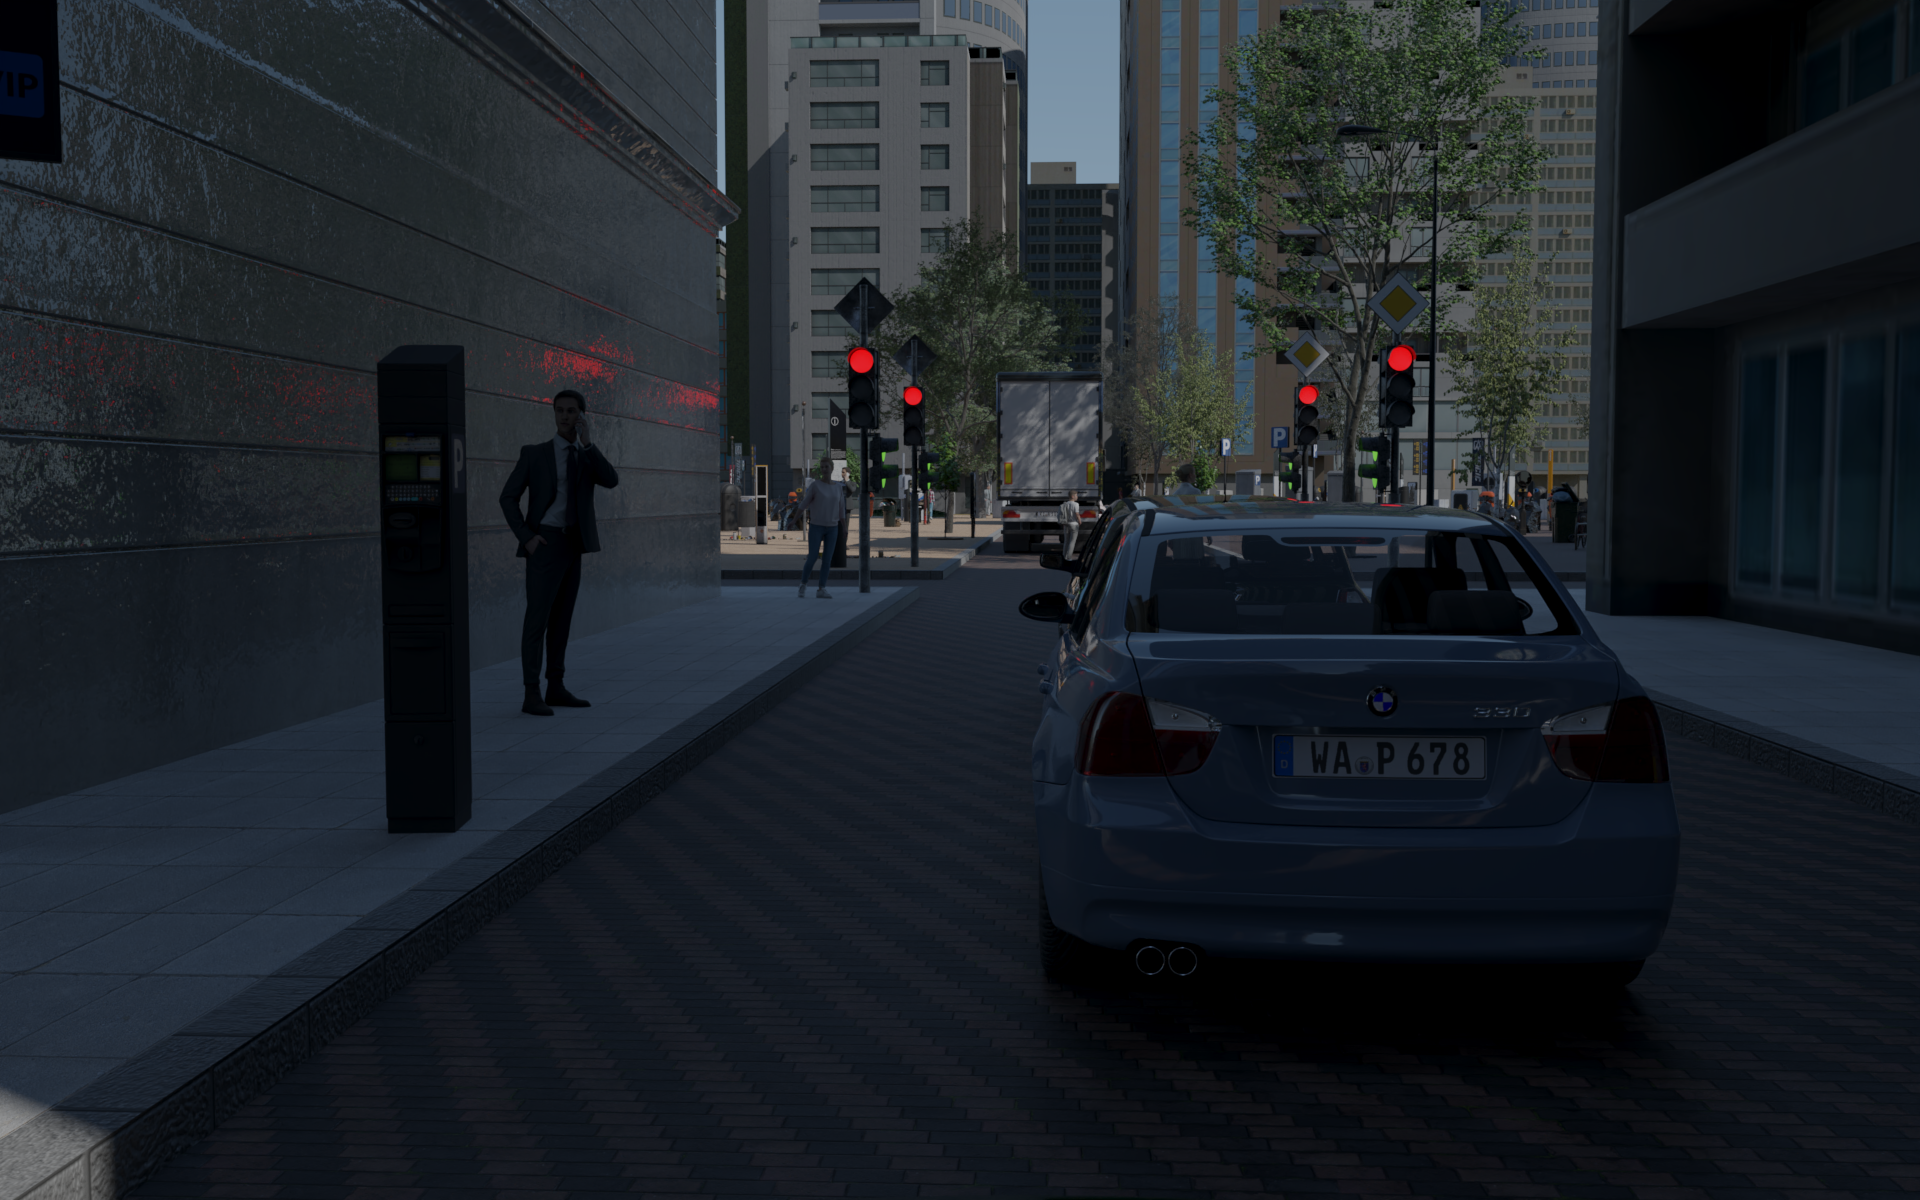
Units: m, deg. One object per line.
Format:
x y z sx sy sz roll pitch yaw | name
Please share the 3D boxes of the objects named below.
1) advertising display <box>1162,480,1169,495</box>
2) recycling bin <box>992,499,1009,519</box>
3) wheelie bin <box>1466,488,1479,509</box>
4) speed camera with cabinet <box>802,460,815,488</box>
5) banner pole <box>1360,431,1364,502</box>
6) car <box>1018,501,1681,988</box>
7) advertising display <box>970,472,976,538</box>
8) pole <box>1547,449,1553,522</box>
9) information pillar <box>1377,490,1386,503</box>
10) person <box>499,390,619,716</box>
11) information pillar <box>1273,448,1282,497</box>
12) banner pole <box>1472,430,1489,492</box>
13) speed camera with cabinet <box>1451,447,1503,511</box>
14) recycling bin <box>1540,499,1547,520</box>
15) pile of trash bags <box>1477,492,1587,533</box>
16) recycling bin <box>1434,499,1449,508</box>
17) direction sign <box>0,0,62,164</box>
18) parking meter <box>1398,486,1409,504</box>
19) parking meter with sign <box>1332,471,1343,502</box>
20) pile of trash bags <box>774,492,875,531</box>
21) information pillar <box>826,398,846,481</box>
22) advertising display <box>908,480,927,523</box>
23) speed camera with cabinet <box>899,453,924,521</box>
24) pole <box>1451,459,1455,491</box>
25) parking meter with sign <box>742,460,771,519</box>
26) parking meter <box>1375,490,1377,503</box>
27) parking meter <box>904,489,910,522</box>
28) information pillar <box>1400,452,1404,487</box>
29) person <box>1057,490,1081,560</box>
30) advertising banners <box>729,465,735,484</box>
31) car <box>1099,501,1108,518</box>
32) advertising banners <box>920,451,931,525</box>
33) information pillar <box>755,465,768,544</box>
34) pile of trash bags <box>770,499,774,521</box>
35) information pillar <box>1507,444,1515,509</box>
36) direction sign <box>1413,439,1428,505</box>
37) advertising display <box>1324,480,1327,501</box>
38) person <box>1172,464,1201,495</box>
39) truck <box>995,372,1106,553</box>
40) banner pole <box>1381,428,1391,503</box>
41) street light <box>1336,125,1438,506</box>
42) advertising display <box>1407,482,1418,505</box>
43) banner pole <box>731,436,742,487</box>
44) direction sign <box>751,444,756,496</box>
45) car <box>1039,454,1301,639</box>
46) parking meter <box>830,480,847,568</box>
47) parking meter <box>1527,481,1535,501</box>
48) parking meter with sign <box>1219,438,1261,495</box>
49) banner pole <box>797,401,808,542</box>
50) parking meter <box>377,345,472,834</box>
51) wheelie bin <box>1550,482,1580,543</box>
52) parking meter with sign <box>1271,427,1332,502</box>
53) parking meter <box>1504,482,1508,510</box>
9.718 -4.685 81.813 0.123 1.923 0.974 1 4 20 | advertising display
2.194 -4.815 91.278 0.722 1.027 0.722 3 5 39 | recycling bin
27.377 -5.187 92.715 0.980 1.594 0.693 0 4 0 | wheelie bin
-7.993 -6.422 99.339 2.038 3.252 0.660 0 4 0 | speed camera with cabinet
15.985 -4.820 68.825 0.401 3.779 0.863 1 4 19 | banner pole
1.198 0.344 6.376 2.014 1.417 4.499 0 4 5 | car
0.384 -2.779 50.645 0.123 1.923 0.974 0 4 4 | advertising display
27.109 -5.242 79.549 0.158 3.312 0.155 0 3 0 | pole
16.223 -3.804 66.685 0.304 2.012 0.304 2 4 28 | information pillar
-2.364 -0.300 10.316 0.474 1.900 0.648 3 5 40 | person
15.729 -5.759 85.517 0.183 3.616 0.504 -1 4 -10 | information pillar
20.313 -4.732 67.391 0.863 3.779 0.401 2 4 30 | banner pole
21.594 -4.775 72.410 2.038 3.252 0.660 3 5 43 | speed camera with cabinet
29.211 -4.475 85.715 0.722 1.027 0.722 -2 4 -23 | recycling bin
20.012 -3.147 61.205 3.447 1.369 1.912 2 4 35 | pile of trash bags
22.907 -4.305 82.946 0.722 1.027 0.722 -2 4 -34 | recycling bin
-2.492 -0.726 3.874 0.876 3.537 0.379 -2 4 -32 | direction sign
14.198 -2.881 55.521 0.372 1.533 0.369 0 3 0 | parking meter
12.383 -3.691 56.605 1.738 3.016 0.543 2 4 23 | parking meter with sign
-4.705 -3.131 60.941 3.447 1.369 1.912 0 4 -6 | pile of trash bags
-3.015 -3.125 42.449 0.504 3.616 0.183 -3 4 -36 | information pillar
-1.896 -4.401 77.169 0.974 1.923 0.123 -3 4 -37 | advertising display
-2.228 -5.432 83.156 0.660 3.252 2.038 -2 4 -30 | speed camera with cabinet
28.775 -6.561 101.118 0.158 3.312 0.155 0 3 0 | pole
-10.229 -5.654 88.704 1.738 3.016 0.543 -1 4 -19 | parking meter with sign
20.999 -4.794 86.789 0.372 1.533 0.369 0 3 0 | parking meter
-2.405 -4.370 79.862 0.372 1.533 0.369 0 3 0 | parking meter
24.888 -6.501 97.645 0.183 3.616 0.504 2 4 31 | information pillar
2.267 -1.520 35.952 0.503 1.515 0.523 1 4 11 | person
-13.886 -6.476 102.065 0.090 3.025 2.074 2 4 30 | advertising banners
4.550 -3.190 64.523 2.083 1.381 4.827 0 4 4 | car
-1.451 -4.648 72.182 0.090 3.025 2.074 1 4 9 | advertising banners
-5.088 -2.437 44.343 0.304 2.012 0.304 -1 4 -12 | information pillar
-8.146 -4.481 83.022 1.912 1.369 3.447 0 4 -2 | pile of trash bags
25.863 -5.496 81.218 0.504 3.616 0.183 -3 5 -43 | information pillar
19.060 -4.876 71.720 0.876 3.537 0.379 -2 4 -32 | direction sign
16.906 -4.539 79.427 0.123 1.923 0.974 2 4 30 | advertising display
2.720 -0.749 20.972 0.641 1.798 0.478 -2 4 -32 | person
2.448 -3.449 45.306 2.839 4.237 11.283 0 4 4 | truck
11.496 -3.458 46.550 0.401 3.779 0.863 -1 4 -23 | banner pole
5.436 -3.021 21.941 1.470 5.913 1.316 0 4 3 | street light
23.749 -5.244 90.950 0.123 1.923 0.974 -1 4 -11 | advertising display
-9.670 -5.185 74.784 0.863 3.779 0.401 3 5 41 | banner pole
-9.375 -5.302 78.691 0.379 3.537 0.876 0 4 6 | direction sign
1.515 -0.075 11.006 2.009 1.686 4.222 0 4 2 | car
-2.167 -1.335 30.242 0.372 1.533 0.369 0 3 0 | parking meter
25.211 -4.329 76.487 0.255 1.863 0.399 2 4 30 | parking meter
8.937 -3.515 53.732 1.738 3.016 0.543 3 4 39 | parking meter with sign
-4.198 -3.452 46.465 0.401 3.779 0.863 0 4 -1 | banner pole
-2.046 -0.057 6.636 0.255 1.863 0.399 0 4 -4 | parking meter
15.913 -2.307 45.622 0.693 1.594 0.980 1 4 9 | wheelie bin
8.919 -3.008 45.437 1.738 3.016 0.543 -3 5 -41 | parking meter with sign
26.488 -4.765 83.620 0.399 1.863 0.255 -1 4 -13 | parking meter
